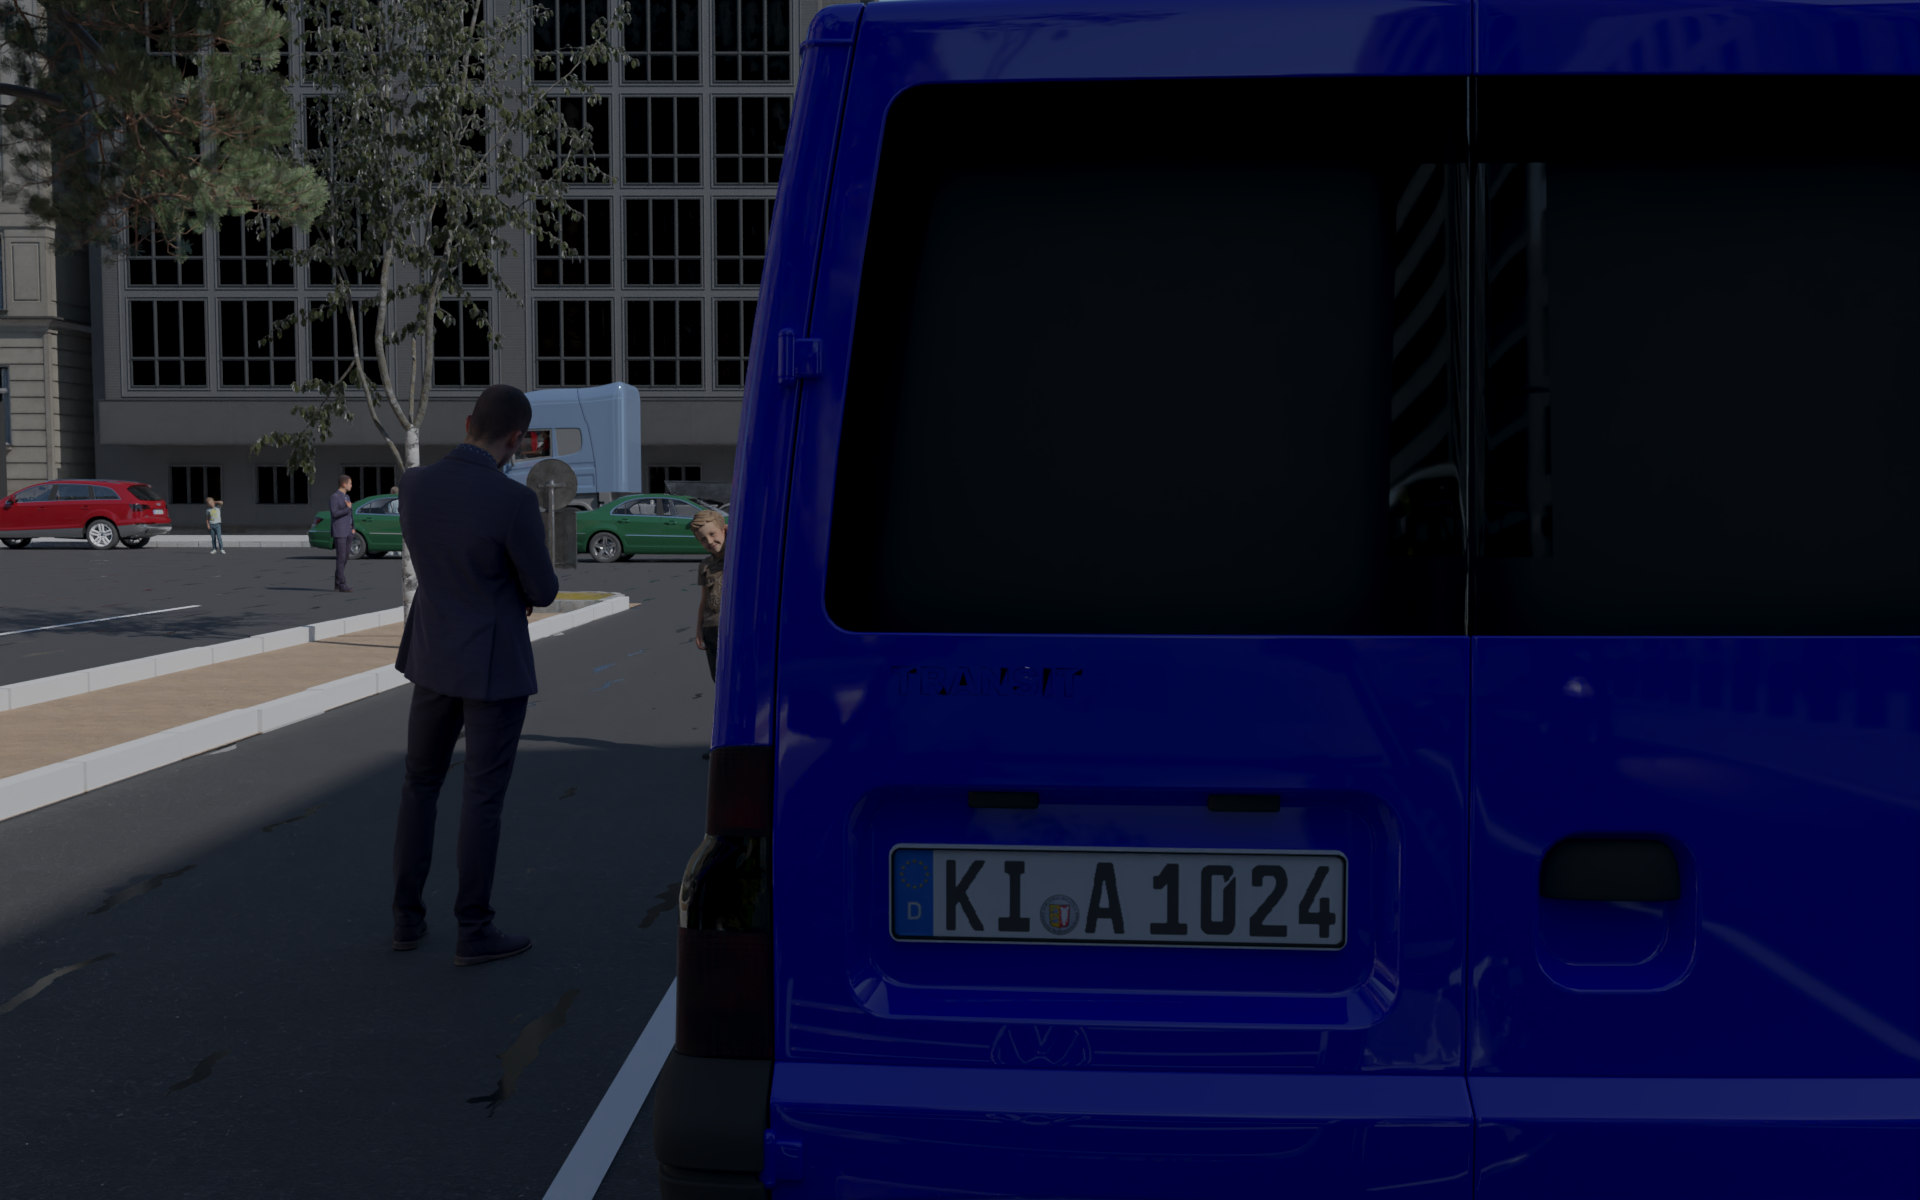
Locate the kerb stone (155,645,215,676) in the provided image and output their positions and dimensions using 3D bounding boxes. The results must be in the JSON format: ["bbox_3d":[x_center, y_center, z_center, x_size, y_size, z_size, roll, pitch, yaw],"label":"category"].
[{"bbox_3d":[-6.331,0.500,14.015,0.120,0.150,1.000,0,4,0],"label":"kerb stone"}]

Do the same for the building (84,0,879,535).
[{"bbox_3d":[-14.943,-16.207,58.488,24.014,27.812,14.314,0,4,0],"label":"building"}]

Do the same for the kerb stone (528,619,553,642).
[{"bbox_3d":[-4.213,0.319,17.037,0.120,0.150,1.000,0,4,0],"label":"kerb stone"}]

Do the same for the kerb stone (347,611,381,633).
[{"bbox_3d":[-6.316,0.252,18.133,0.120,0.150,1.000,0,4,0],"label":"kerb stone"}]

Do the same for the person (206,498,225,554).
[{"bbox_3d":[-17.876,-1.785,41.595,0.435,1.345,0.340,-1,4,-15],"label":"person"}]

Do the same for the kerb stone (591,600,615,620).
[{"bbox_3d":[-4.205,0.132,20.120,0.120,0.150,1.000,0,4,0],"label":"kerb stone"}]

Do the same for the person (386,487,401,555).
[{"bbox_3d":[-13.333,-1.871,40.907,0.330,1.601,0.589,3,4,36],"label":"person"}]

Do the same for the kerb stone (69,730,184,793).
[{"bbox_3d":[-4.244,0.819,8.803,0.120,0.150,1.000,0,4,0],"label":"kerb stone"}]

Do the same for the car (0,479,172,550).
[{"bbox_3d":[-23.478,-2.236,45.238,5.304,1.827,2.281,0,4,0],"label":"car"}]

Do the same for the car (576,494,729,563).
[{"bbox_3d":[-6.003,-1.530,36.809,4.920,1.459,2.131,0,4,1],"label":"car"}]

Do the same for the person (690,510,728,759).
[{"bbox_3d":[-1.254,0.188,9.339,0.435,1.345,0.340,1,4,16],"label":"person"}]

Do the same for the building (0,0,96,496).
[{"bbox_3d":[-41.976,-13.851,59.749,30.059,22.955,16.112,0,4,0],"label":"building"}]

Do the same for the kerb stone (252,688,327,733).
[{"bbox_3d":[-4.232,0.700,10.861,0.120,0.150,1.000,0,4,0],"label":"kerb stone"}]

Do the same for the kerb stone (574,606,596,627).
[{"bbox_3d":[-4.209,0.198,19.095,0.120,0.150,1.000,0,4,0],"label":"kerb stone"}]

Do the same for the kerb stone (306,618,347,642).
[{"bbox_3d":[-6.322,0.313,17.099,0.120,0.150,1.000,0,4,0],"label":"kerb stone"}]

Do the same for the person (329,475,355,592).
[{"bbox_3d":[-9.065,-0.980,25.436,0.530,1.710,0.541,1,4,17],"label":"person"}]

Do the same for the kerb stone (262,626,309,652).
[{"bbox_3d":[-6.318,0.374,16.074,0.120,0.150,1.000,0,4,0],"label":"kerb stone"}]

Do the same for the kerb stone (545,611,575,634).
[{"bbox_3d":[-4.214,0.253,18.067,0.120,0.150,1.000,0,4,0],"label":"kerb stone"}]

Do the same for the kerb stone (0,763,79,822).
[{"bbox_3d":[-4.250,0.882,7.777,0.120,0.150,1.000,0,4,0],"label":"kerb stone"}]

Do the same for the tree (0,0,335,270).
[{"bbox_3d":[-5.826,-6.029,8.458,7.806,13.903,7.818,0,3,0],"label":"tree"}]

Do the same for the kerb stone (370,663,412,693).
[{"bbox_3d":[-4.229,0.568,12.922,0.120,0.150,1.000,0,4,0],"label":"kerb stone"}]

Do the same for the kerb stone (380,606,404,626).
[{"bbox_3d":[-6.305,0.190,19.158,0.120,0.150,1.000,0,4,0],"label":"kerb stone"}]

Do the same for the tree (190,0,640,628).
[{"bbox_3d":[-5.065,-3.861,15.939,4.360,8.622,3.978,0,3,0],"label":"tree"}]

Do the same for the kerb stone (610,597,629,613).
[{"bbox_3d":[-4.201,0.064,21.156,0.120,0.150,1.000,0,4,0],"label":"kerb stone"}]

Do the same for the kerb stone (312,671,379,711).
[{"bbox_3d":[-4.238,0.631,11.886,0.120,0.150,1.000,0,4,0],"label":"kerb stone"}]

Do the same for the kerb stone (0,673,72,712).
[{"bbox_3d":[-6.332,0.627,11.950,0.120,0.150,1.000,0,4,0],"label":"kerb stone"}]

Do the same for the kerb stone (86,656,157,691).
[{"bbox_3d":[-6.329,0.564,12.980,0.120,0.150,1.000,0,4,0],"label":"kerb stone"}]

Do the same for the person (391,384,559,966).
[{"bbox_3d":[-1.515,0.213,5.461,0.683,1.767,0.568,1,4,18],"label":"person"}]

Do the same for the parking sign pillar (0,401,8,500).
[{"bbox_3d":[-28.115,-3.744,49.678,1.447,3.967,1.447,3,4,38],"label":"parking sign pillar"}]

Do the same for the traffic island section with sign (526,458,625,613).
[{"bbox_3d":[-5.246,-0.826,21.649,2.006,1.907,1.989,0,4,0],"label":"traffic island section with sign"}]

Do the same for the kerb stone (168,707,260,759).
[{"bbox_3d":[-4.252,0.756,9.828,0.120,0.150,1.000,0,4,0],"label":"kerb stone"}]

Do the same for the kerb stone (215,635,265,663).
[{"bbox_3d":[-6.325,0.445,15.040,0.120,0.150,1.000,0,4,0],"label":"kerb stone"}]

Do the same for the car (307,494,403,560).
[{"bbox_3d":[-11.928,-1.638,38.582,4.920,1.459,2.131,0,4,0],"label":"car"}]

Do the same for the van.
[{"bbox_3d":[0.673,-0.011,4.556,2.240,2.365,5.245,0,4,2],"label":"van"}]

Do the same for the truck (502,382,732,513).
[{"bbox_3d":[-2.308,-3.225,42.489,18.799,4.110,2.967,0,4,-1],"label":"truck"}]
